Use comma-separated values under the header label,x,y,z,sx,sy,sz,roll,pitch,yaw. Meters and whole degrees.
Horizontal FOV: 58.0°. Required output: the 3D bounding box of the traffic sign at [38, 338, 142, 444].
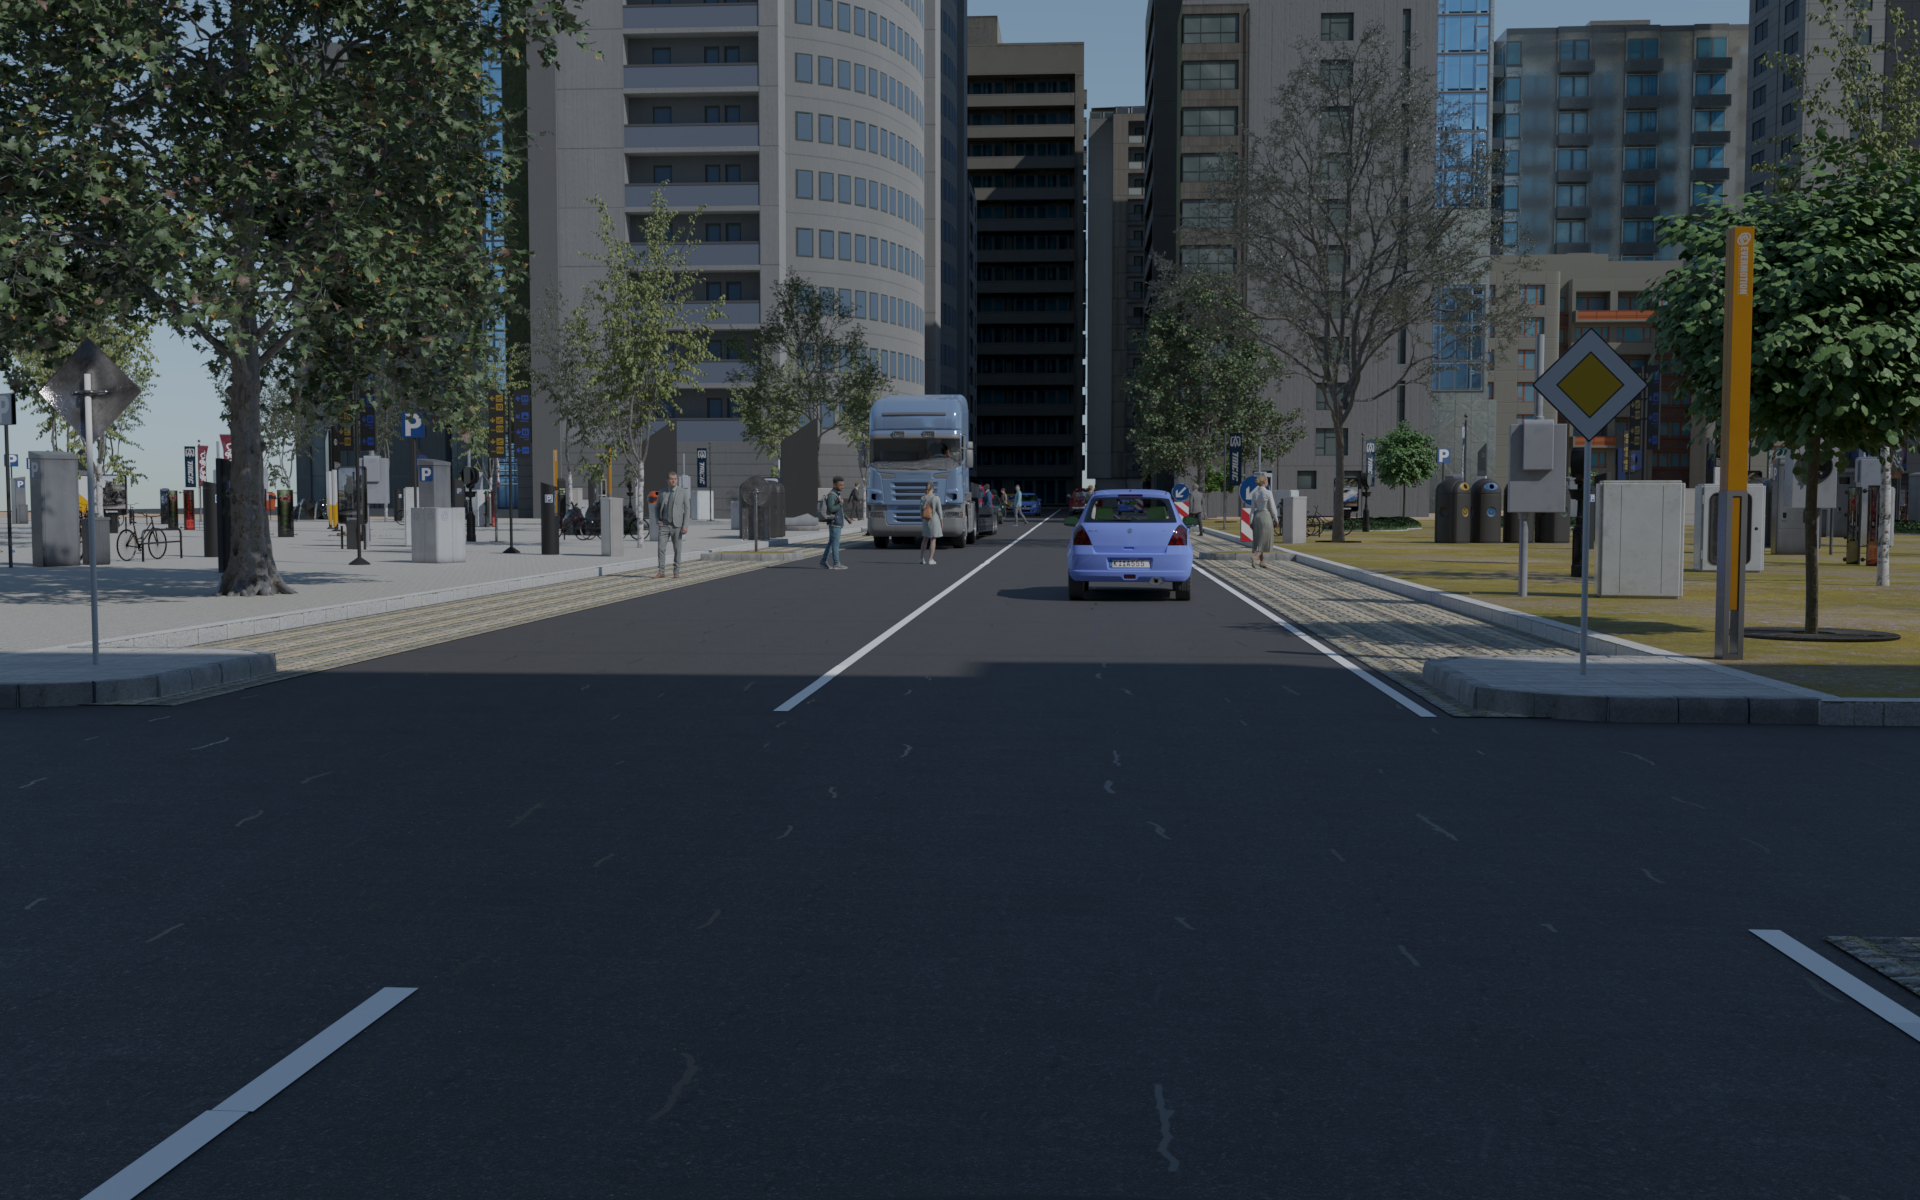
label,x,y,z,sx,sy,sz,roll,pitch,yaw
traffic sign,-6.521,-0.661,13.000,0.795,2.593,0.064,0,4,4

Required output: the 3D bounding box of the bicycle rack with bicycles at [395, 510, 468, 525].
label,x,y,z,sx,sy,sz,roll,pitch,yaw
bicycle rack with bicycles,-21.812,-3.540,71.257,2.925,0.926,2.852,0,4,0

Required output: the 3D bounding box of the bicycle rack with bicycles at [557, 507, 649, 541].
label,x,y,z,sx,sy,sz,roll,pitch,yaw
bicycle rack with bicycles,-9.780,-2.148,48.503,2.925,0.926,2.852,2,4,30

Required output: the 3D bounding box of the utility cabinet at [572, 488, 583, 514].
label,x,y,z,sx,sy,sz,roll,pitch,yaw
utility cabinet,-14.084,-3.352,63.489,0.318,1.500,1.173,0,4,-4

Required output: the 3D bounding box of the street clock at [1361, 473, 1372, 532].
label,x,y,z,sx,sy,sz,roll,pitch,yaw
street clock,13.743,-3.304,58.592,0.358,2.002,0.471,2,4,33

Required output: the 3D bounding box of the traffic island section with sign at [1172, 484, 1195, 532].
label,x,y,z,sx,sy,sz,roll,pitch,yaw
traffic island section with sign,8.227,-3.493,65.731,1.989,1.847,2.006,0,4,4

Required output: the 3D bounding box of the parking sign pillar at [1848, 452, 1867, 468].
label,x,y,z,sx,sy,sz,roll,pitch,yaw
parking sign pillar,32.370,-4.523,62.423,1.447,3.967,1.447,-3,5,-39

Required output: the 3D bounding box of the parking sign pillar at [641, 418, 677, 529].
label,x,y,z,sx,sy,sz,roll,pitch,yaw
parking sign pillar,-10.749,-4.476,61.655,1.447,3.967,1.447,-1,4,-21

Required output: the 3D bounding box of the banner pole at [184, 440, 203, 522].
label,x,y,z,sx,sy,sz,roll,pitch,yaw
banner pole,-35.185,-5.479,79.605,0.863,3.779,0.401,-2,4,-24

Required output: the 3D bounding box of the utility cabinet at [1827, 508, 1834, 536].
label,x,y,z,sx,sy,sz,roll,pitch,yaw
utility cabinet,26.570,-2.550,52.850,0.306,1.237,1.020,-1,4,-19

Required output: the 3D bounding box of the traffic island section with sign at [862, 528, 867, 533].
label,x,y,z,sx,sy,sz,roll,pitch,yaw
traffic island section with sign,-2.582,-3.442,64.906,1.989,1.847,2.006,0,4,4

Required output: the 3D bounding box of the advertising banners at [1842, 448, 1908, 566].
label,x,y,z,sx,sy,sz,roll,pitch,yaw
advertising banners,16.278,-2.117,30.796,0.090,3.025,2.074,0,4,2

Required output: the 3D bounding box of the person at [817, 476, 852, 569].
label,x,y,z,sx,sy,sz,roll,pitch,yaw
person,-2.379,-1.477,32.991,0.721,1.781,0.623,-1,4,-11

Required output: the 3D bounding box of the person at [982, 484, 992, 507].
label,x,y,z,sx,sy,sz,roll,pitch,yaw
person,0.990,-3.401,64.297,0.419,1.800,0.721,-1,4,-11

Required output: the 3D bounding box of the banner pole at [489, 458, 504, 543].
label,x,y,z,sx,sy,sz,roll,pitch,yaw
banner pole,-12.348,-3.432,46.123,0.401,3.779,0.863,-1,4,-9

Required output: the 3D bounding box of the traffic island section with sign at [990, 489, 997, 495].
label,x,y,z,sx,sy,sz,roll,pitch,yaw
traffic island section with sign,2.782,-8.124,141.447,1.989,1.847,2.006,0,4,4

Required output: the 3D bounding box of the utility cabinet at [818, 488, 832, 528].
label,x,y,z,sx,sy,sz,roll,pitch,yaw
utility cabinet,-5.114,-3.361,63.637,1.173,1.500,0.318,-1,4,-19

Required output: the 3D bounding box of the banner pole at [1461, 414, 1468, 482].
label,x,y,z,sx,sy,sz,roll,pitch,yaw
banner pole,15.649,-3.902,53.810,0.401,3.779,0.863,2,4,27

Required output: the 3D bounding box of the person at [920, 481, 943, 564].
label,x,y,z,sx,sy,sz,roll,pitch,yaw
person,-0.612,-1.584,35.410,0.512,1.701,0.522,1,4,13

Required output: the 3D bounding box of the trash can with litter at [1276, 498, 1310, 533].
label,x,y,z,sx,sy,sz,roll,pitch,yaw
trash can with litter,10.665,-2.696,55.469,1.055,1.170,0.624,-3,4,-36

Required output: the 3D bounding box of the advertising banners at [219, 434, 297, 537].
label,x,y,z,sx,sy,sz,roll,pitch,yaw
advertising banners,-20.622,-3.348,50.926,2.074,3.025,0.090,-2,4,-29

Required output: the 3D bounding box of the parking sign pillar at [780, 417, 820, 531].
label,x,y,z,sx,sy,sz,roll,pitch,yaw
parking sign pillar,-5.643,-4.415,60.662,1.447,3.967,1.447,-1,4,-14

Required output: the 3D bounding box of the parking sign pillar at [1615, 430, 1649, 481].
label,x,y,z,sx,sy,sz,roll,pitch,yaw
parking sign pillar,28.237,-5.159,72.817,1.447,3.967,1.447,1,4,16

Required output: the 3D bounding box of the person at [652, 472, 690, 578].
label,x,y,z,sx,sy,sz,roll,pitch,yaw
person,-4.889,-1.268,29.332,0.635,1.810,0.391,0,4,-2

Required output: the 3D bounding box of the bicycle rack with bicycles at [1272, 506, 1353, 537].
label,x,y,z,sx,sy,sz,roll,pitch,yaw
bicycle rack with bicycles,10.219,-2.406,52.720,2.925,0.926,2.852,2,4,29

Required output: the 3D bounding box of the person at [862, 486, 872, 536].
label,x,y,z,sx,sy,sz,roll,pitch,yaw
person,-3.024,-3.102,58.581,0.474,1.900,0.648,-1,4,-21

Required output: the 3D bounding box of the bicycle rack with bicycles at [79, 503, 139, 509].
label,x,y,z,sx,sy,sz,roll,pitch,yaw
bicycle rack with bicycles,-34.409,-3.493,70.501,2.852,0.926,2.925,-3,5,-41

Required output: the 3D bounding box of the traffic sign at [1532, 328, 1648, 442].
label,x,y,z,sx,sy,sz,roll,pitch,yaw
traffic sign,4.444,-0.613,12.214,0.795,2.593,0.064,0,4,4

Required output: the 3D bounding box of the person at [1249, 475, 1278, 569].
label,x,y,z,sx,sy,sz,roll,pitch,yaw
person,5.725,-1.481,32.944,0.641,1.798,0.478,-3,4,-38

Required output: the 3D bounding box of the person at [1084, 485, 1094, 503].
label,x,y,z,sx,sy,sz,roll,pitch,yaw
person,4.676,-3.216,61.631,0.362,1.759,0.519,-3,5,-43

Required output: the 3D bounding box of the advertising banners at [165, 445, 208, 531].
label,x,y,z,sx,sy,sz,roll,pitch,yaw
advertising banners,-27.447,-3.998,61.561,0.090,3.025,2.074,1,4,20

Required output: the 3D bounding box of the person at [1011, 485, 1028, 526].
label,x,y,z,sx,sy,sz,roll,pitch,yaw
person,2.682,-4.267,78.135,0.748,1.841,0.638,1,4,11

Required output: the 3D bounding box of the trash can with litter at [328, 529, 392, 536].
label,x,y,z,sx,sy,sz,roll,pitch,yaw
trash can with litter,-18.522,-2.560,52.918,1.678,1.210,2.233,-3,5,-40

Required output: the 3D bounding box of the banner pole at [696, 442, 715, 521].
label,x,y,z,sx,sy,sz,roll,pitch,yaw
banner pole,-12.185,-5.682,82.913,0.863,3.779,0.401,-1,4,-9

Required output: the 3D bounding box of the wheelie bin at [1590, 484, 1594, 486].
label,x,y,z,sx,sy,sz,roll,pitch,yaw
wheelie bin,19.030,-2.702,52.082,0.693,1.594,0.980,-3,4,-36

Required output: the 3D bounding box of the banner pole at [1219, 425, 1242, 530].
label,x,y,z,sx,sy,sz,roll,pitch,yaw
banner pole,9.748,-4.422,62.310,0.863,3.779,0.401,2,4,25

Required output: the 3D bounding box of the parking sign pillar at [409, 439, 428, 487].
label,x,y,z,sx,sy,sz,roll,pitch,yaw
parking sign pillar,-26.832,-5.970,86.081,1.447,3.967,1.447,1,4,9

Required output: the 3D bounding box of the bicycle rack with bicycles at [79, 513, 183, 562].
label,x,y,z,sx,sy,sz,roll,pitch,yaw
bicycle rack with bicycles,-16.493,-1.225,33.416,2.852,0.926,2.925,0,4,-1

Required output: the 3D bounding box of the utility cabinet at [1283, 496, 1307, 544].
label,x,y,z,sx,sy,sz,roll,pitch,yaw
utility cabinet,8.742,-2.087,45.280,0.306,1.237,1.020,2,4,31

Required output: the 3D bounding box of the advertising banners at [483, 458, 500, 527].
label,x,y,z,sx,sy,sz,roll,pitch,yaw
advertising banners,-18.165,-4.351,67.323,0.090,3.025,2.074,0,4,2

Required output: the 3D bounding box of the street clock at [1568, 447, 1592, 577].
label,x,y,z,sx,sy,sz,roll,pitch,yaw
street clock,9.558,-1.355,26.719,0.358,2.002,0.471,2,4,29

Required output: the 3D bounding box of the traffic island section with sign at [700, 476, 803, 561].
label,x,y,z,sx,sy,sz,roll,pitch,yaw
traffic island section with sign,-4.484,-1.784,37.788,1.989,1.847,2.006,0,4,4

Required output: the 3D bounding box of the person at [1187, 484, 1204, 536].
label,x,y,z,sx,sy,sz,roll,pitch,yaw
person,7.962,-3.069,59.077,0.661,1.777,0.834,-3,5,-43

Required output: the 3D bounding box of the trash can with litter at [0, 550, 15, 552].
label,x,y,z,sx,sy,sz,roll,pitch,yaw
trash can with litter,-21.510,-1.626,37.644,1.678,1.210,2.233,-1,4,-17

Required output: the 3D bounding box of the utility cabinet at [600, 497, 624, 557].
label,x,y,z,sx,sy,sz,roll,pitch,yaw
utility cabinet,-7.209,-1.514,35.913,0.306,1.237,1.020,-1,4,-22

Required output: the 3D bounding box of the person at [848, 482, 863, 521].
label,x,y,z,sx,sy,sz,roll,pitch,yaw
person,-4.977,-4.736,83.254,0.755,1.850,0.659,-1,4,-21

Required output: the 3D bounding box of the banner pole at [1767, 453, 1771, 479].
label,x,y,z,sx,sy,sz,roll,pitch,yaw
banner pole,23.582,-3.699,50.491,0.401,3.779,0.863,2,4,31

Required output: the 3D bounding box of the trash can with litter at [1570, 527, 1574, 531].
label,x,y,z,sx,sy,sz,roll,pitch,yaw
trash can with litter,20.722,-2.997,60.061,1.678,1.210,2.233,-2,4,-33

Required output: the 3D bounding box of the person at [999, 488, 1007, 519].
label,x,y,z,sx,sy,sz,roll,pitch,yaw
person,2.350,-5.564,100.006,0.750,1.759,0.617,0,4,1

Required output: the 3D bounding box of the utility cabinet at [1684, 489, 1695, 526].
label,x,y,z,sx,sy,sz,roll,pitch,yaw
utility cabinet,28.917,-3.702,69.203,1.173,1.500,0.318,0,4,5

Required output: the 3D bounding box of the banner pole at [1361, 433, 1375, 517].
label,x,y,z,sx,sy,sz,roll,pitch,yaw
banner pole,16.594,-4.929,70.614,0.863,3.779,0.401,-2,4,-24

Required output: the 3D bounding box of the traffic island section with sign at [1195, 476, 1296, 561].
label,x,y,z,sx,sy,sz,roll,pitch,yaw
traffic island section with sign,6.279,-1.797,38.006,1.989,1.847,2.006,0,4,4

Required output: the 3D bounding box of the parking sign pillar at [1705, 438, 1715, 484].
label,x,y,z,sx,sy,sz,roll,pitch,yaw
parking sign pillar,36.492,-5.810,83.461,1.447,3.967,1.447,-2,4,-34
